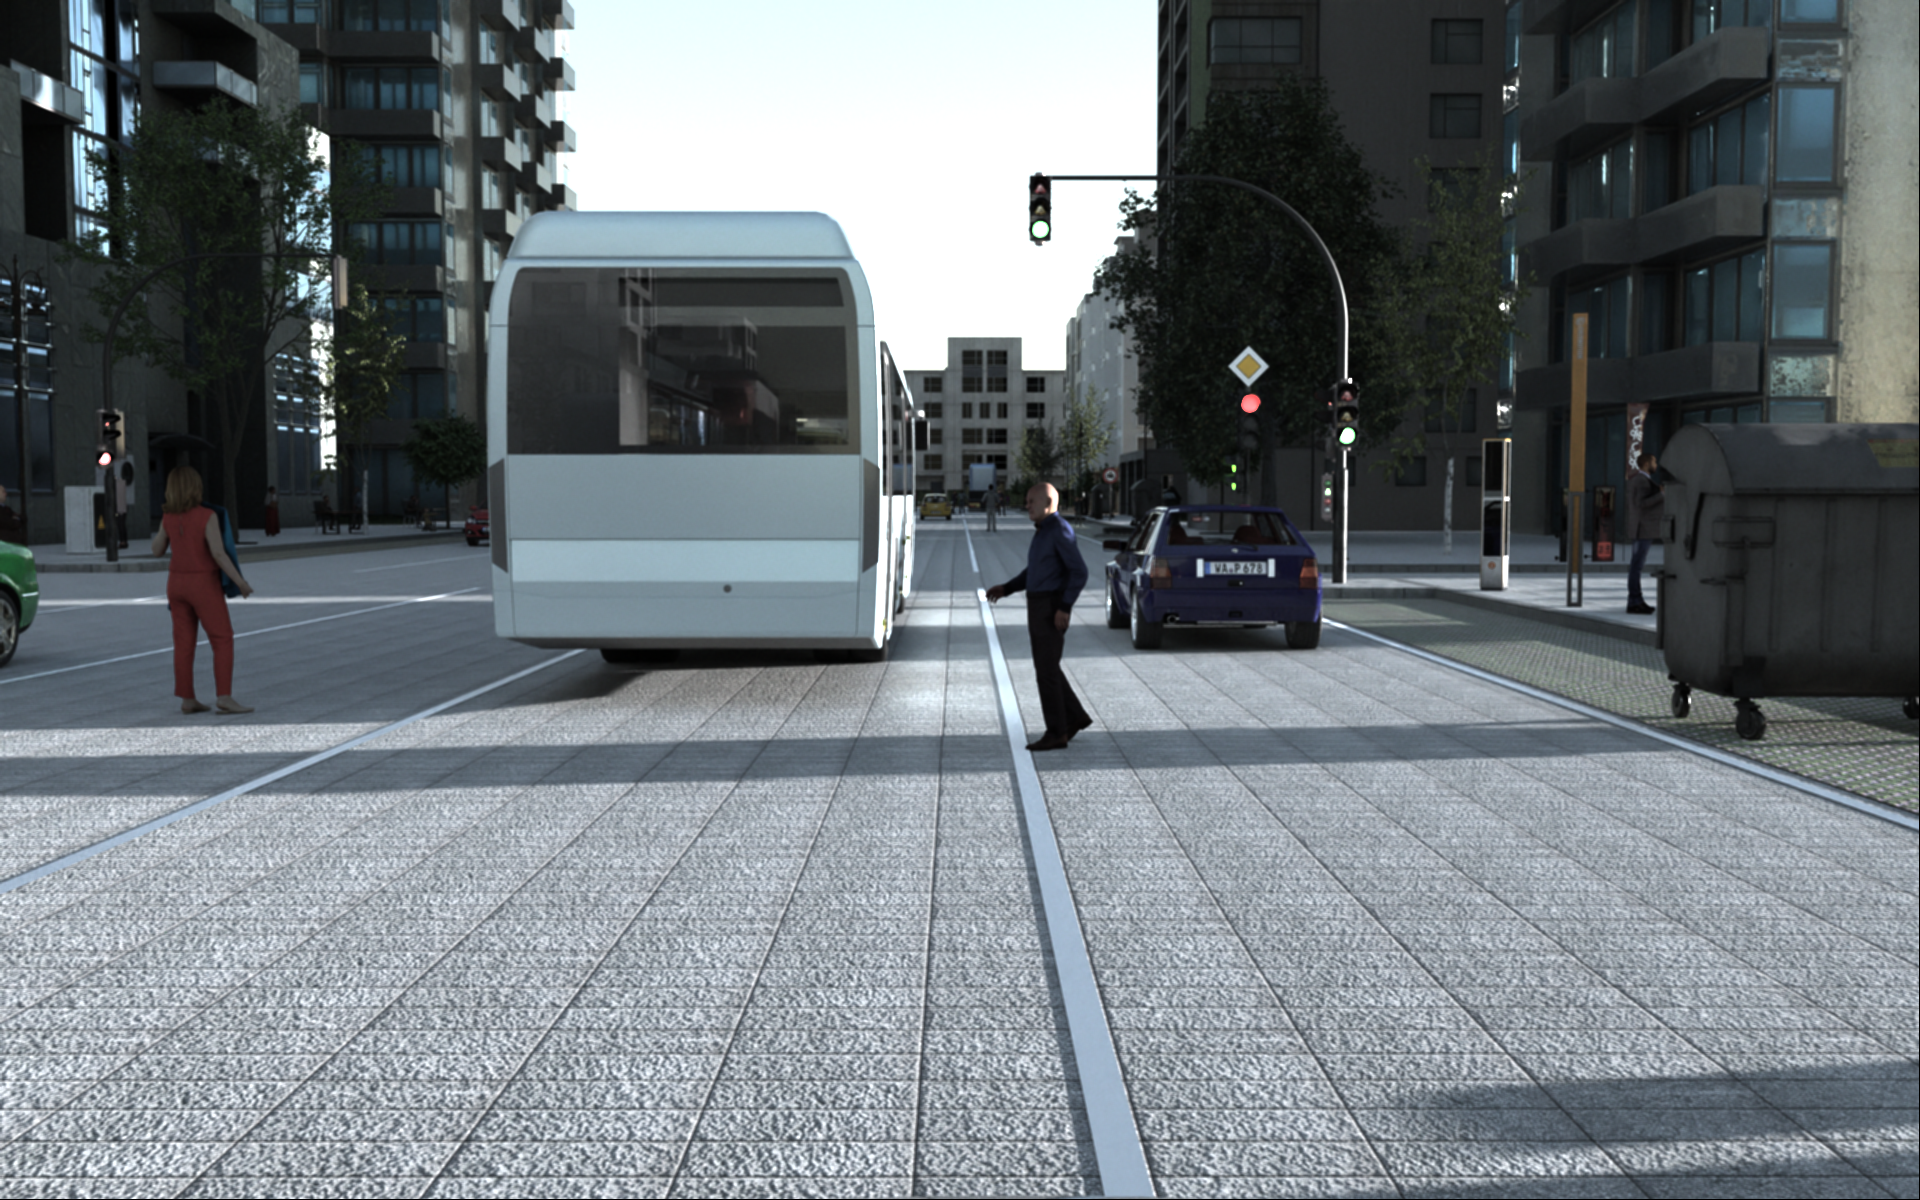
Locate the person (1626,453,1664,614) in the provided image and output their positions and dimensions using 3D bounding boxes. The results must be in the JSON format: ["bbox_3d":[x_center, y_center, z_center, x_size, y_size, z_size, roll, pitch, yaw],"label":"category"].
[{"bbox_3d":[7.406,-0.720,18.636,0.431,1.722,0.655,1,4,17],"label":"person"}]

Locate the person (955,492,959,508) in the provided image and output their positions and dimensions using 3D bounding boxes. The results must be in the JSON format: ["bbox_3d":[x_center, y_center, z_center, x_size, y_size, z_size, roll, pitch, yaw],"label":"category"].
[{"bbox_3d":[-0.356,-10.317,178.649,0.415,1.643,0.593,3,4,38],"label":"person"}]

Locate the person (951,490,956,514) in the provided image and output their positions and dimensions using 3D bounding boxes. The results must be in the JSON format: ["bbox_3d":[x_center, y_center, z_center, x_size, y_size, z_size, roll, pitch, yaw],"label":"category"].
[{"bbox_3d":[-0.441,-7.052,124.717,0.530,1.710,0.541,2,4,25],"label":"person"}]

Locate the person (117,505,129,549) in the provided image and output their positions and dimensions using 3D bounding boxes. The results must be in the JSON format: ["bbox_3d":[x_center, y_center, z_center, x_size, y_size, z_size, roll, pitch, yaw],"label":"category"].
[{"bbox_3d":[-19.596,-2.009,40.352,0.415,1.643,0.593,-2,4,-32],"label":"person"}]

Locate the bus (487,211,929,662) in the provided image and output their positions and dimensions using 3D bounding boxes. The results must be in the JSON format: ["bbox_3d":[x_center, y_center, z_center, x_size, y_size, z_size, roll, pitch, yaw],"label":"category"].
[{"bbox_3d":[-1.852,-1.409,17.898,2.948,3.499,13.247,0,4,0],"label":"bus"}]

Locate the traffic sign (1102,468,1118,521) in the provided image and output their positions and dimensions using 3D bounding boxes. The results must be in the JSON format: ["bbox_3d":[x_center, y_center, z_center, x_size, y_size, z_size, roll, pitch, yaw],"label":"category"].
[{"bbox_3d":[7.265,-5.112,83.688,0.768,2.556,0.104,0,4,7],"label":"traffic sign"}]

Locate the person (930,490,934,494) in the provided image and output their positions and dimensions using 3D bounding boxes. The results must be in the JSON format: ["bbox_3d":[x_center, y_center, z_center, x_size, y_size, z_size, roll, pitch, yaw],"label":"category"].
[{"bbox_3d":[-2.372,-8.358,145.252,1.348,1.812,0.705,1,4,17],"label":"person"}]

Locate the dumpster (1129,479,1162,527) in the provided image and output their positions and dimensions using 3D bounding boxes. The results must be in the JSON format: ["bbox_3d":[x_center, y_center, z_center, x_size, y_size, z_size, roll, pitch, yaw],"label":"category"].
[{"bbox_3d":[7.377,-3.817,68.159,1.264,1.857,1.865,0,4,0],"label":"dumpster"}]

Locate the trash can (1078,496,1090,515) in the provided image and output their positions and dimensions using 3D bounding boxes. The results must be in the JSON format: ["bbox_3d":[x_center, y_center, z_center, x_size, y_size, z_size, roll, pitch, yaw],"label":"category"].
[{"bbox_3d":[7.476,-5.690,104.685,0.748,1.137,0.748,0,3,0],"label":"trash can"}]

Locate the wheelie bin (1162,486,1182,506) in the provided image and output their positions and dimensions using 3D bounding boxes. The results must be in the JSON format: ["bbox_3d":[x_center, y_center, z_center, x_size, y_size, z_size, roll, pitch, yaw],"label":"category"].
[{"bbox_3d":[7.910,-3.480,64.801,0.693,1.594,0.980,0,4,-5],"label":"wheelie bin"}]

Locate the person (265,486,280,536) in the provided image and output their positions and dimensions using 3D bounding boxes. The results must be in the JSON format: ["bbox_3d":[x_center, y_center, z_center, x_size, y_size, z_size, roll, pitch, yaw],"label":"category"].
[{"bbox_3d":[-20.966,-2.705,52.744,0.523,1.526,0.387,2,4,26],"label":"person"}]

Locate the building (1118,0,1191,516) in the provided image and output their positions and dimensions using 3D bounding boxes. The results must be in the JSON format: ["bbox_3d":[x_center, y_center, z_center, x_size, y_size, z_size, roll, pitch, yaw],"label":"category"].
[{"bbox_3d":[20.205,-40.253,96.392,20.563,71.187,20.611,0,3,0],"label":"building"}]

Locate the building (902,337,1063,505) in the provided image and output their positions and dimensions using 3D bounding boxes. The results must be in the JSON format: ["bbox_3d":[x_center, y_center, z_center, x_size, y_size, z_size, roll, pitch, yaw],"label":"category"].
[{"bbox_3d":[-1.441,-20.592,203.137,31.486,18.905,16.747,0,3,0],"label":"building"}]

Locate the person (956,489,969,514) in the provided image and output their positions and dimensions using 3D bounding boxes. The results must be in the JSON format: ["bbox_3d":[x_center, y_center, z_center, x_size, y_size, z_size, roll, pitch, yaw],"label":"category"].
[{"bbox_3d":[0.119,-7.225,126.719,1.350,1.814,0.705,2,4,27],"label":"person"}]

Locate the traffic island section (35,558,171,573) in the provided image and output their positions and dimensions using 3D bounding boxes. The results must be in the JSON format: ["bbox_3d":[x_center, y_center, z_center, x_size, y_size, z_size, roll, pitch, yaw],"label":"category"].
[{"bbox_3d":[-16.149,-0.653,32.960,2.009,0.180,2.903,0,3,0],"label":"traffic island section"}]

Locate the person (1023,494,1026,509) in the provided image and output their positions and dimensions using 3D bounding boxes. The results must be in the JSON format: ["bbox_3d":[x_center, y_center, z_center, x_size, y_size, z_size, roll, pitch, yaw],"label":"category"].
[{"bbox_3d":[5.758,-8.730,154.487,0.557,1.426,1.065,0,4,-3],"label":"person"}]

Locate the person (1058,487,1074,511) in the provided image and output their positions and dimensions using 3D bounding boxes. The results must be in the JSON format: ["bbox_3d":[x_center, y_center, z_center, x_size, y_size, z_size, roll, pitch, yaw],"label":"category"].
[{"bbox_3d":[8.015,-7.731,132.453,1.348,1.822,0.705,0,4,-3],"label":"person"}]

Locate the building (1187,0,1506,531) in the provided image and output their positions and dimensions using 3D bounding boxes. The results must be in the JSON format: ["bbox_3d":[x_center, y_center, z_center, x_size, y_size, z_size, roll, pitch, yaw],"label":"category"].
[{"bbox_3d":[15.616,-23.387,65.974,14.154,41.232,14.086,0,3,0],"label":"building"}]

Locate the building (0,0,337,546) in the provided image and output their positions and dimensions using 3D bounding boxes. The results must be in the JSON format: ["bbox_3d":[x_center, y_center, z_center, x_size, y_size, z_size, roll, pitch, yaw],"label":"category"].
[{"bbox_3d":[-34.282,-45.208,51.829,22.319,86.520,31.000,0,3,0],"label":"building"}]

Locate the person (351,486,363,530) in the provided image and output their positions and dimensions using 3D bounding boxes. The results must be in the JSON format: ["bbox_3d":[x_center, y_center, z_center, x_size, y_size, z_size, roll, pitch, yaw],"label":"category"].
[{"bbox_3d":[-21.594,-3.286,61.986,0.429,1.552,0.499,1,4,22],"label":"person"}]

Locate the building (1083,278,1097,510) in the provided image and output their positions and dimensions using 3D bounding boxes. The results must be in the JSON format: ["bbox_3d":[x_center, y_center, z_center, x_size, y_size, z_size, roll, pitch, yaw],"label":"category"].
[{"bbox_3d":[18.103,-16.899,132.715,16.016,20.091,11.380,0,3,0],"label":"building"}]

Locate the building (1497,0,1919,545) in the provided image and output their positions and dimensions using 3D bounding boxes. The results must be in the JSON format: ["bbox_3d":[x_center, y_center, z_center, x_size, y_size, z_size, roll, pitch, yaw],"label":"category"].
[{"bbox_3d":[30.851,-26.151,47.176,30.456,49.044,23.786,0,3,0],"label":"building"}]

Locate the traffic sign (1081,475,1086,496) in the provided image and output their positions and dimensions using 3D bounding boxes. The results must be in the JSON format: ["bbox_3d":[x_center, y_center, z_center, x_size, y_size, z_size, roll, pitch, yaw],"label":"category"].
[{"bbox_3d":[7.650,-6.443,105.454,0.768,2.556,0.104,0,4,1],"label":"traffic sign"}]

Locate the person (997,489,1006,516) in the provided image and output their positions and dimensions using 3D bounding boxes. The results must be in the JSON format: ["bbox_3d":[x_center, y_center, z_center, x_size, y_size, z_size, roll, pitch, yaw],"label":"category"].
[{"bbox_3d":[2.683,-6.372,113.129,0.683,1.767,0.568,0,4,-1],"label":"person"}]

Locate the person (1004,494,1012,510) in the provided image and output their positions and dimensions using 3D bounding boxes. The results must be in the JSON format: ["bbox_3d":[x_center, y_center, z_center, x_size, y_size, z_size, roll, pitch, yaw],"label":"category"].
[{"bbox_3d":[4.365,-8.909,157.390,0.991,1.433,0.599,-2,4,-31],"label":"person"}]

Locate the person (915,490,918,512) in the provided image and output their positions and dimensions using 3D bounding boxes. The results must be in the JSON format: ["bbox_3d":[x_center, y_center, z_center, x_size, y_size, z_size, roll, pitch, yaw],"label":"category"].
[{"bbox_3d":[-3.635,-7.875,137.970,0.721,1.743,1.217,0,4,6],"label":"person"}]

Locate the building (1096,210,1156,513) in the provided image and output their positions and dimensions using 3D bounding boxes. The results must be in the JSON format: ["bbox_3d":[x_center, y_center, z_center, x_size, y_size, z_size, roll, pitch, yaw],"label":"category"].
[{"bbox_3d":[18.228,-16.204,121.357,16.016,20.091,11.380,0,3,0],"label":"building"}]

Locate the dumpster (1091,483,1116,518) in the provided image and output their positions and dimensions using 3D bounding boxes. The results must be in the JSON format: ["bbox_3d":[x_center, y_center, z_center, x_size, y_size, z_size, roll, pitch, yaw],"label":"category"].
[{"bbox_3d":[7.627,-5.285,92.174,1.264,1.857,1.865,0,3,0],"label":"dumpster"}]

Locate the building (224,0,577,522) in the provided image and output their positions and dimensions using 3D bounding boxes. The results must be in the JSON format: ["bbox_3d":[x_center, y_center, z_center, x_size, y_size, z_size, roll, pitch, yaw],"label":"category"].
[{"bbox_3d":[-33.214,-28.870,91.630,23.786,49.044,30.456,0,3,0],"label":"building"}]

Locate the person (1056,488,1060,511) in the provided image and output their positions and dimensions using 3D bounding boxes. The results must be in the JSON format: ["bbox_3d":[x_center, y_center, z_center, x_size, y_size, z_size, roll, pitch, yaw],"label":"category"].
[{"bbox_3d":[7.447,-7.794,134.190,0.721,1.743,1.217,1,4,22],"label":"person"}]

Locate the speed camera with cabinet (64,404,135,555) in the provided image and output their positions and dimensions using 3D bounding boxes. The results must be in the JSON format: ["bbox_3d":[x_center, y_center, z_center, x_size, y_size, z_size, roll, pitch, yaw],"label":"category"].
[{"bbox_3d":[-18.633,-2.642,37.528,0.660,3.252,2.038,0,4,0],"label":"speed camera with cabinet"}]

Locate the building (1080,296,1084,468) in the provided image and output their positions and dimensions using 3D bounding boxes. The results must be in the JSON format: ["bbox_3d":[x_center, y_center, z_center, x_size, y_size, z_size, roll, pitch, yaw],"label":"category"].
[{"bbox_3d":[18.173,-17.594,144.074,16.016,20.091,11.380,0,3,0],"label":"building"}]

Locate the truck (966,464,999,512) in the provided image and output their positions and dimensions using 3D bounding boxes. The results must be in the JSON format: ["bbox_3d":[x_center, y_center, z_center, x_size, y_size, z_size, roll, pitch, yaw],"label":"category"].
[{"bbox_3d":[1.959,-9.629,147.191,2.967,4.110,18.799,0,4,1],"label":"truck"}]

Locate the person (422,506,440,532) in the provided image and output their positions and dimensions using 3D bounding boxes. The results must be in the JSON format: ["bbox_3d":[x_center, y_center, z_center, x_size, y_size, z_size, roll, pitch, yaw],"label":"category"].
[{"bbox_3d":[-18.102,-2.770,59.260,0.695,0.859,0.347,1,4,21],"label":"person"}]

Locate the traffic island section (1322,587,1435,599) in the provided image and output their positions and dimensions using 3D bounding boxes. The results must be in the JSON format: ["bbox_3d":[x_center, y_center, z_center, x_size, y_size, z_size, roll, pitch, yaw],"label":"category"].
[{"bbox_3d":[5.480,-0.166,24.993,2.009,0.180,2.903,0,3,0],"label":"traffic island section"}]

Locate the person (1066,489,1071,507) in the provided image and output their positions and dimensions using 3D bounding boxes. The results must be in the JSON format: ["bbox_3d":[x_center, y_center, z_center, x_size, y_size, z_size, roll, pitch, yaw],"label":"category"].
[{"bbox_3d":[10.332,-9.719,165.665,0.721,1.735,1.217,-2,4,-24],"label":"person"}]

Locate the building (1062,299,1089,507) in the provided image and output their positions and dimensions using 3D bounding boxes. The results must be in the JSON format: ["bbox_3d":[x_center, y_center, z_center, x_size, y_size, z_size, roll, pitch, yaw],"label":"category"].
[{"bbox_3d":[19.419,-18.304,165.723,16.747,18.905,31.486,0,3,0],"label":"building"}]

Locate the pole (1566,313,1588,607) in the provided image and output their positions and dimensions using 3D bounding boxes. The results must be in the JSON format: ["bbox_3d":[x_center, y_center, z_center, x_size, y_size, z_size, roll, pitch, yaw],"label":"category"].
[{"bbox_3d":[6.998,-1.578,19.641,0.158,3.312,0.155,0,3,0],"label":"pole"}]

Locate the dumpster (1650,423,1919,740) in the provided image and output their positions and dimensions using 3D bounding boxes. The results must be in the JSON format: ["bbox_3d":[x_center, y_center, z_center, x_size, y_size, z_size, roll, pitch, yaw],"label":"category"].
[{"bbox_3d":[5.295,-0.139,10.491,1.865,1.857,1.264,0,4,2],"label":"dumpster"}]
